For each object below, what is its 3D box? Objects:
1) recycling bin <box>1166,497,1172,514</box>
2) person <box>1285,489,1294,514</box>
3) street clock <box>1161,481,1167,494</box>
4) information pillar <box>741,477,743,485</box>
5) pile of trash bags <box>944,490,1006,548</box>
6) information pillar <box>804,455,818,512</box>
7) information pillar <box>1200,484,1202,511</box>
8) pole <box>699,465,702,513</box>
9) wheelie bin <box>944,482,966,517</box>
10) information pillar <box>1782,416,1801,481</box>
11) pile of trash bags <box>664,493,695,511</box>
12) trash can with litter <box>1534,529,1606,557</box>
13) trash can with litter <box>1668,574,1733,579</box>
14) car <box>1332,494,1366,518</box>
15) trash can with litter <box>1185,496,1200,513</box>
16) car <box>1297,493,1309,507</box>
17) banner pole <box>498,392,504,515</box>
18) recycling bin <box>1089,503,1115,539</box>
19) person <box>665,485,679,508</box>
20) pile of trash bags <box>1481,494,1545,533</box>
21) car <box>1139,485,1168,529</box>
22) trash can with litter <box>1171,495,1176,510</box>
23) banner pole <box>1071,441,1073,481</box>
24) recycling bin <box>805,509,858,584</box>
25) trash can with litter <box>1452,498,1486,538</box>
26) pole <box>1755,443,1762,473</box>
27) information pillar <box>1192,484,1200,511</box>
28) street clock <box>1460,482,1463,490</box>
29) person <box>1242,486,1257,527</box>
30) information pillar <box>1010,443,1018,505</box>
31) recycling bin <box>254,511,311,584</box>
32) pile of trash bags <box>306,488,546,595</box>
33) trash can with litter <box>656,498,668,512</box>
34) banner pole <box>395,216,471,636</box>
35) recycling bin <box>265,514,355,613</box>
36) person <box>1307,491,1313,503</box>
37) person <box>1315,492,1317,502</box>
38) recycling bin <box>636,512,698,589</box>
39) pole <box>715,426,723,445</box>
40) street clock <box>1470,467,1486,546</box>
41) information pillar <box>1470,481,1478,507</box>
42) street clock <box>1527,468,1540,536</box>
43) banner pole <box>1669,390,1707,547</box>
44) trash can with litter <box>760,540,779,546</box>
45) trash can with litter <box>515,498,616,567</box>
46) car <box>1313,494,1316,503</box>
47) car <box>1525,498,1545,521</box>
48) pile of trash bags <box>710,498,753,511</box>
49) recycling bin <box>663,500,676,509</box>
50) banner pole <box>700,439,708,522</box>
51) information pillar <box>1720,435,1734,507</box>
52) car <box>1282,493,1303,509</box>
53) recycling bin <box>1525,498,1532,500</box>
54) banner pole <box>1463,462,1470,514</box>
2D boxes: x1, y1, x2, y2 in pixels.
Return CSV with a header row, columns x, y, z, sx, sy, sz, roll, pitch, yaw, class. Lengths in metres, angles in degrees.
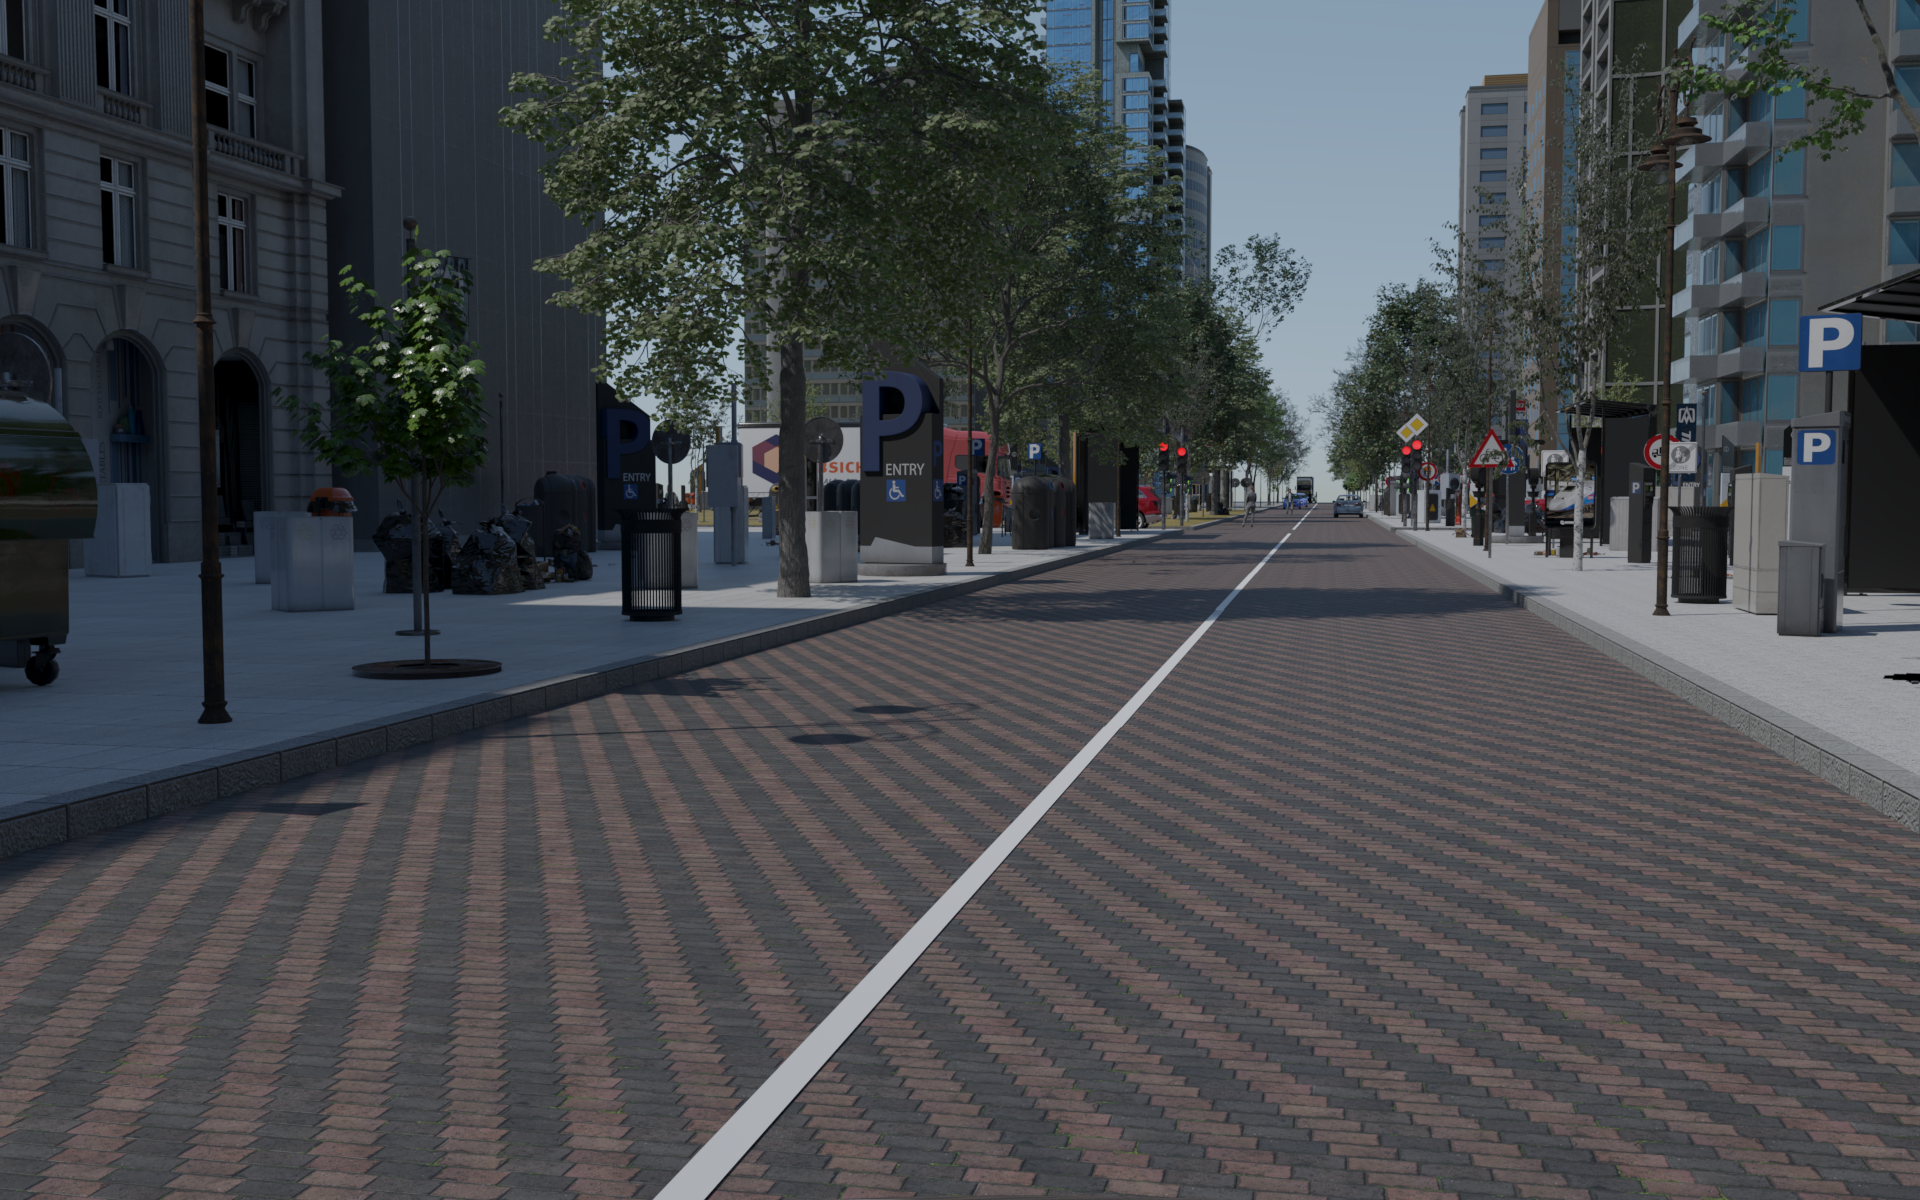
x,y,z,sx,sy,sz,roll,pitch,yaw,class
12.931,-5.929,109.500,0.722,1.027,0.722,3,5,45,recycling bin
23.304,-6.950,122.113,0.794,1.824,0.713,3,4,36,person
11.550,-5.720,98.084,0.358,2.002,0.471,1,4,20,street clock
-8.081,-3.574,62.921,0.304,2.012,0.304,1,4,20,information pillar
-0.401,-1.973,42.014,3.447,1.369,1.912,-2,4,-33,pile of trash bags
-2.757,-1.629,31.132,0.304,2.012,0.304,-3,5,-43,information pillar
18.252,-7.810,132.186,0.304,2.012,0.304,-3,5,-43,information pillar
-18.045,-7.740,120.398,0.158,3.312,0.155,0,3,0,pole
-0.234,-2.380,46.820,0.693,1.594,0.980,2,4,30,wheelie bin
25.111,-3.728,52.305,0.183,3.616,0.504,-3,5,-42,information pillar
-23.309,-7.963,139.947,3.447,1.369,1.912,1,4,10,pile of trash bags
12.867,-1.544,36.302,2.233,1.210,1.678,-2,4,-34,trash can with litter
11.899,-0.935,26.349,2.233,1.210,1.678,1,4,13,trash can with litter
23.621,-5.702,105.232,2.014,1.417,4.499,1,4,13,car
16.126,-6.650,120.107,1.055,1.170,0.624,-3,5,-42,trash can with litter
36.762,-10.874,187.375,1.945,1.707,3.694,1,4,11,car
-11.243,-3.212,42.537,0.401,3.779,0.863,-1,4,-15,banner pole
4.093,-2.282,49.862,0.722,1.027,0.722,1,4,9,recycling bin
-12.063,-3.875,71.834,0.794,1.824,0.713,-2,4,-27,person
18.257,-2.959,58.128,1.912,1.369,3.447,0,4,-8,pile of trash bags
5.346,-3.562,66.914,5.304,1.827,2.281,1,4,13,car
16.696,-7.619,135.957,0.624,1.170,1.055,-1,4,-11,trash can with litter
5.463,-5.602,81.608,0.863,3.779,0.401,3,4,36,banner pole
-1.976,-0.776,25.247,0.722,1.027,0.722,-3,5,-43,recycling bin
14.988,-2.411,50.805,1.055,1.170,0.624,2,4,27,trash can with litter
31.623,-4.575,68.643,0.158,3.312,0.155,0,3,0,pole
17.242,-7.512,127.308,0.304,2.012,0.304,1,4,16,information pillar
31.066,-6.301,107.593,0.358,2.002,0.471,0,4,7,street clock
12.537,-4.051,75.014,0.520,1.790,0.573,-2,4,-28,person
2.373,-5.294,77.911,0.504,3.616,0.183,1,4,18,information pillar
-9.759,-0.764,25.042,0.722,1.027,0.722,-1,4,-12,recycling bin
-7.241,-0.821,23.180,3.447,1.369,1.912,1,4,18,pile of trash bags
-14.713,-4.343,82.073,1.678,1.210,2.233,-3,5,-44,trash can with litter
-4.818,-1.584,15.910,0.401,3.779,0.863,3,4,37,banner pole
-7.184,-0.406,19.200,0.722,1.027,0.722,-3,4,-37,recycling bin
53.280,-15.649,263.999,1.348,1.869,0.705,-1,4,-13,person
61.194,-17.682,297.611,0.705,1.823,1.348,0,4,2,person
-4.015,-0.684,23.735,0.722,1.027,0.722,-1,4,-20,recycling bin
-7.212,-3.551,51.908,0.158,3.312,0.155,0,3,0,pole
12.833,-2.339,42.812,0.471,2.002,0.358,-3,5,-41,street clock
28.836,-6.466,97.070,0.183,3.616,0.504,-3,4,-38,information pillar
15.944,-2.668,48.194,0.358,2.002,0.471,1,4,9,street clock
17.755,-3.178,41.980,0.863,3.779,0.401,1,4,10,banner pole
-4.416,-1.999,43.741,1.678,1.210,2.233,2,4,29,trash can with litter
-7.266,-1.204,30.735,2.233,1.210,1.678,0,4,2,trash can with litter
58.469,-17.024,288.570,2.015,1.641,3.980,1,4,14,car
22.606,-3.331,63.128,5.304,1.827,2.281,1,4,10,car
-17.872,-7.674,135.219,3.447,1.369,1.912,0,4,5,pile of trash bags
-16.857,-5.348,99.994,0.722,1.027,0.722,-3,5,-43,recycling bin
-11.597,-5.464,79.356,0.401,3.779,0.863,2,4,32,banner pole
30.334,-4.719,68.509,0.504,3.616,0.183,0,4,-3,information pillar
31.454,-9.444,163.994,1.945,1.707,3.694,1,4,11,car
36.927,-6.109,112.431,0.722,1.027,0.722,0,3,0,recycling bin
32.919,-7.519,112.956,0.401,3.779,0.863,-3,4,-39,banner pole
